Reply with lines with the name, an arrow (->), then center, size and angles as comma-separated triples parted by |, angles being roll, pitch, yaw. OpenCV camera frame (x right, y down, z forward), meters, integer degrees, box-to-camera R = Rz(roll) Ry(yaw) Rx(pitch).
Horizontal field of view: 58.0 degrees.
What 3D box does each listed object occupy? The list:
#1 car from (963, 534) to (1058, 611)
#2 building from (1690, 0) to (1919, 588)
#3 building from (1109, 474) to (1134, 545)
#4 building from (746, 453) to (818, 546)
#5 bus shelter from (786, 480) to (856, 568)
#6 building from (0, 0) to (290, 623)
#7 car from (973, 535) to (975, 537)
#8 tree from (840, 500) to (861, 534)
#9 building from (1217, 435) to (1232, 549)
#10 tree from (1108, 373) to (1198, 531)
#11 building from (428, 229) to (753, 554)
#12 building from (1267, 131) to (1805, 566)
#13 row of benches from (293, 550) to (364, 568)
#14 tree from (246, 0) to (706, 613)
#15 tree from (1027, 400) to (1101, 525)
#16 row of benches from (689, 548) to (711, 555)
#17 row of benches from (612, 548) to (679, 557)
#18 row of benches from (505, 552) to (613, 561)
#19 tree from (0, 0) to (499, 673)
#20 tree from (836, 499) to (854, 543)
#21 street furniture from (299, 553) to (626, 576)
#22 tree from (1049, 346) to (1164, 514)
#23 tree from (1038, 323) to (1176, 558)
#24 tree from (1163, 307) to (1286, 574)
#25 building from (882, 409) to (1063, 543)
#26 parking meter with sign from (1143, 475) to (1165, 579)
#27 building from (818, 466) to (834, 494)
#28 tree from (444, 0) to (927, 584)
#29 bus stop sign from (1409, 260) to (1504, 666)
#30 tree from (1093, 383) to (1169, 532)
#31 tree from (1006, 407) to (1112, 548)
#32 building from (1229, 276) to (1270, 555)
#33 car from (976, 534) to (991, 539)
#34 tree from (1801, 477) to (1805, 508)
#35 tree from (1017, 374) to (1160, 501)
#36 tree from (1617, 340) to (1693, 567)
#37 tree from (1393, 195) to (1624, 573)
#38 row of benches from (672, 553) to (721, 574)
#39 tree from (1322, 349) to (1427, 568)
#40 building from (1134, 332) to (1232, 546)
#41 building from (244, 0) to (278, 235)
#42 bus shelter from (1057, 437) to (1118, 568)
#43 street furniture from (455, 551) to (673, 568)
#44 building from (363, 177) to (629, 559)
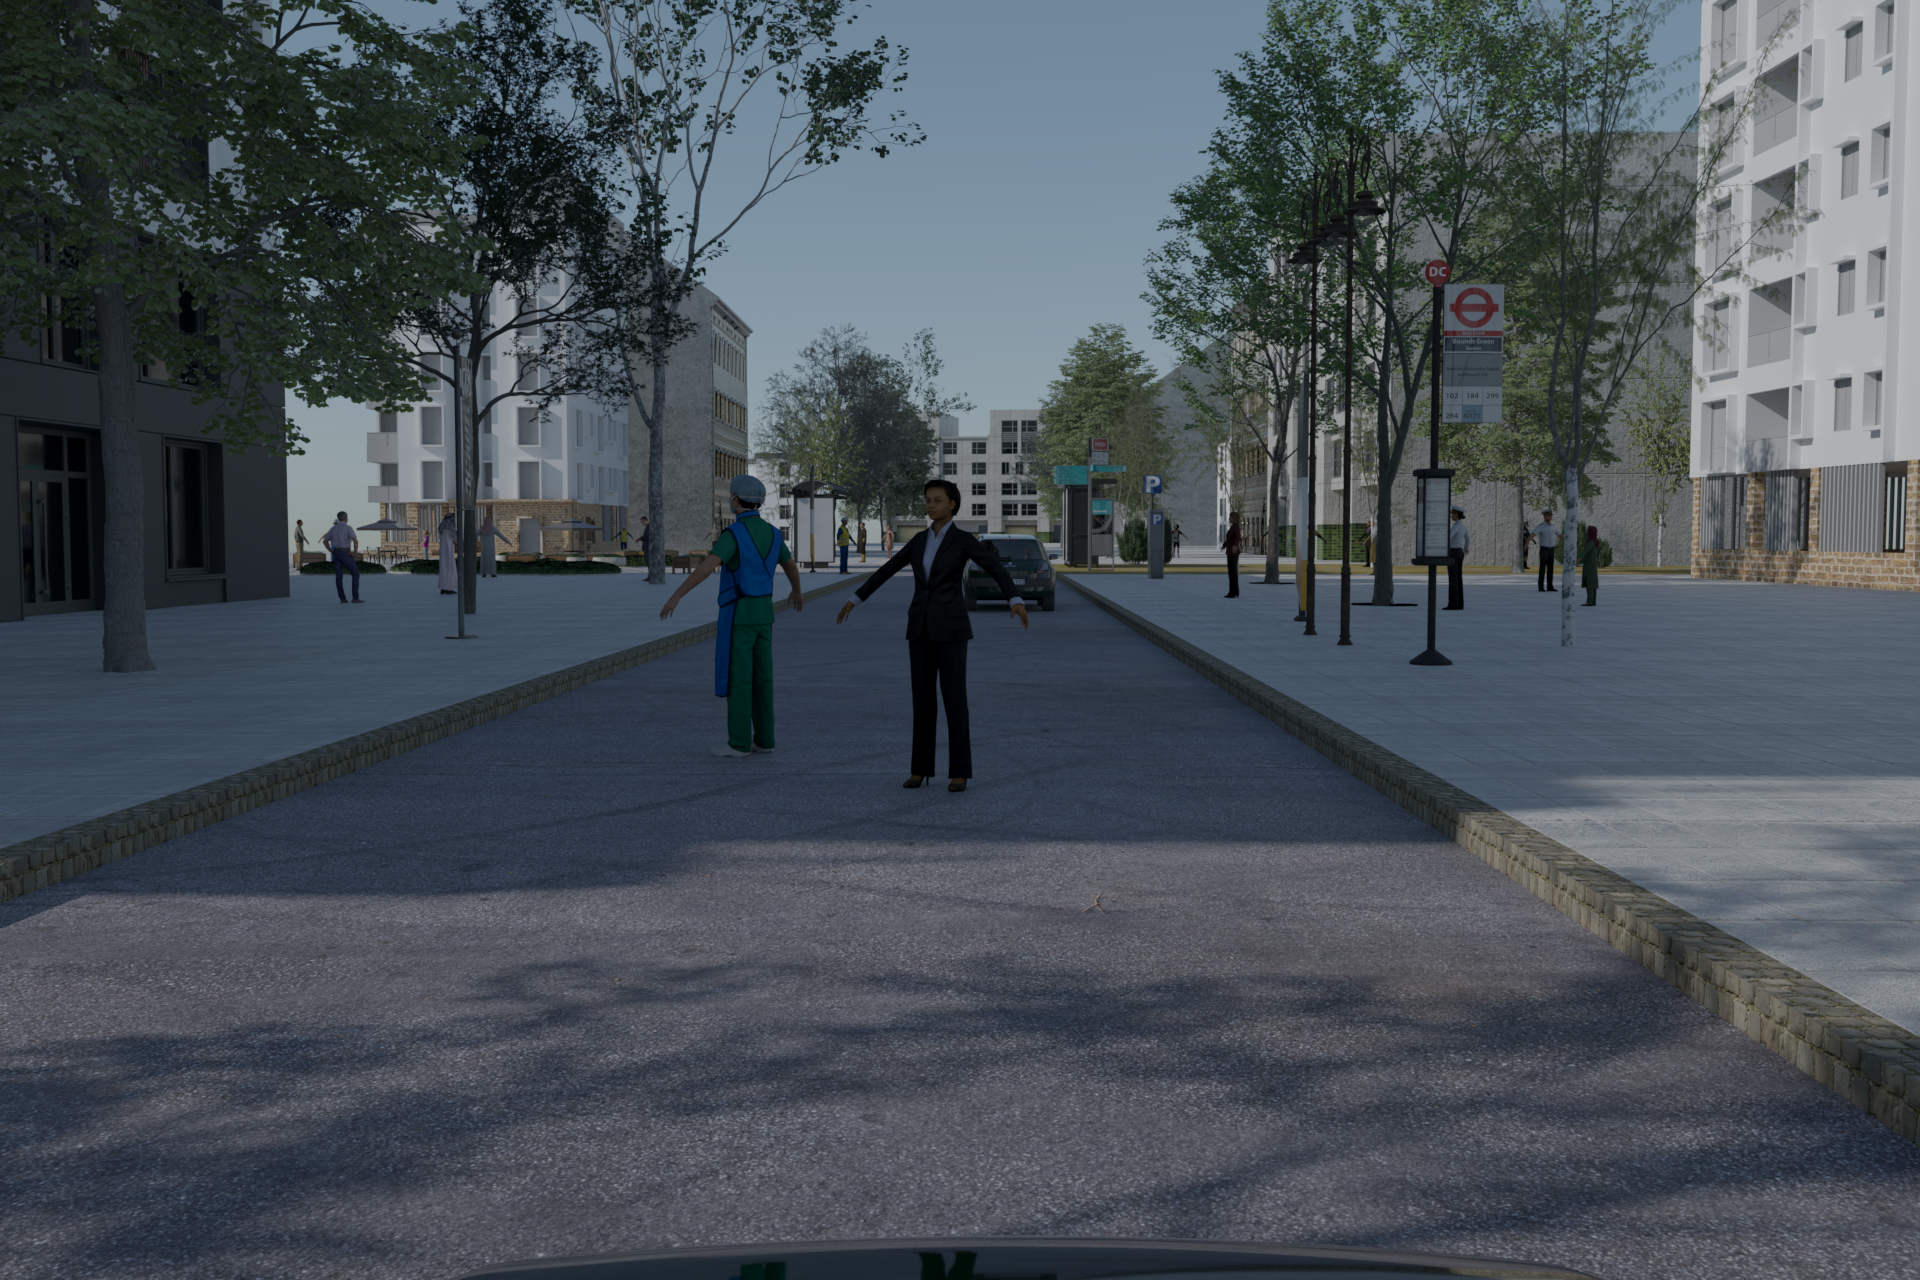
car -> 0.933, -1.460, 33.660 | 2.009, 1.686, 4.222 | 0, 4, 0
building -> 26.441, -11.738, 48.336 | 16.016, 20.090, 11.380 | 0, 4, 1
building -> 26.183, -21.800, 222.889 | 16.747, 18.905, 31.486 | 0, 4, 1
building -> -20.219, -15.346, 193.053 | 9.099, 9.664, 28.070 | 0, 4, 1
bus shelter -> -5.324, -4.473, 67.061 | 2.014, 3.302, 5.546 | 0, 4, 3
building -> -27.913, -10.687, 18.714 | 27.936, 21.610, 32.646 | 0, 4, 1
car -> 0.585, -8.299, 147.695 | 2.014, 1.417, 4.499 | 0, 4, 1
tree -> -14.315, -18.111, 246.475 | 4.360, 8.622, 3.978 | 0, 3, 0
building -> 26.561, -11.858, 136.026 | 9.099, 9.664, 28.070 | 0, 4, 1
tree -> 8.487, -7.861, 78.890 | 4.360, 8.622, 3.978 | 0, 3, 0
building -> -25.094, -17.670, 119.826 | 19.493, 23.208, 18.063 | 0, 3, 0
building -> 26.012, -13.365, 84.977 | 16.747, 18.905, 31.486 | 0, 4, 1
row of benches -> -24.642, -3.081, 65.842 | 4.104, 0.672, 1.422 | -3, 5, -39
tree -> -7.633, -5.709, 27.749 | 7.601, 10.594, 8.767 | -2, 4, -24
tree -> 9.183, -13.754, 143.000 | 7.486, 12.596, 7.792 | 0, 3, 0
row of benches -> -10.152, -3.641, 74.992 | 4.104, 0.672, 1.422 | 2, 4, 35
row of benches -> -13.574, -3.654, 75.204 | 1.422, 0.672, 4.104 | 2, 4, 27
row of benches -> -13.839, -2.761, 60.605 | 4.104, 0.672, 1.422 | 0, 4, 7
tree -> -8.226, -5.971, 15.751 | 7.486, 12.596, 7.792 | 0, 3, 0
tree -> -16.101, -18.475, 252.424 | 4.737, 8.622, 4.395 | 0, 3, 0
street furniture -> -15.661, -2.463, 55.894 | 10.072, 0.657, 5.734 | 0, 4, 5
tree -> 8.912, -11.392, 104.383 | 7.486, 12.596, 7.792 | 0, 3, 0
tree -> 7.663, -10.743, 93.775 | 7.486, 12.596, 7.792 | 0, 3, 0
tree -> 9.155, -6.438, 55.620 | 4.360, 8.622, 3.978 | 0, 3, 0
building -> 5.629, -23.481, 252.834 | 31.486, 18.905, 16.747 | 1, 4, 10
parking meter with sign -> 5.681, -3.313, 50.430 | 0.543, 3.016, 1.738 | 0, 4, 0
building -> -20.743, -17.195, 223.281 | 9.099, 9.664, 28.070 | 0, 4, 1
tree -> -7.261, -11.571, 45.078 | 12.611, 20.169, 13.585 | 0, 3, 0
bus stop sign -> 4.858, -1.727, 16.937 | 0.855, 3.939, 0.416 | 0, 4, 0
tree -> 7.943, -8.233, 84.969 | 4.360, 8.622, 3.978 | 0, 3, 0
tree -> 9.380, -15.180, 158.566 | 12.009, 13.543, 11.850 | 0, 3, 0
building -> 27.802, -17.083, 110.234 | 19.493, 23.208, 18.063 | 0, 4, 1
car -> 1.593, -5.458, 99.465 | 2.015, 1.641, 3.980 | 0, 4, 0
tree -> 28.041, -6.623, 58.647 | 4.360, 8.622, 3.978 | 0, 3, 0
tree -> 9.059, -12.884, 121.028 | 12.009, 13.543, 11.850 | 0, 3, 0
tree -> 27.309, -7.120, 66.767 | 4.737, 8.622, 4.395 | 0, 3, 0
tree -> 18.095, -8.500, 57.095 | 7.486, 12.596, 7.792 | 0, 3, 0
row of benches -> -8.585, -2.585, 57.723 | 1.422, 0.672, 4.104 | 1, 4, 11
tree -> 15.915, -7.100, 66.450 | 4.360, 8.622, 3.978 | 0, 3, 0
building -> 29.286, -21.999, 190.605 | 19.493, 23.208, 18.063 | 0, 4, 1
building -> -25.167, -11.086, 37.677 | 16.016, 20.090, 11.380 | 0, 4, 1
bus shelter -> 5.043, -5.628, 69.652 | 2.179, 5.291, 8.768 | 0, 4, 2
street furniture -> -14.786, -3.150, 67.127 | 10.072, 0.657, 5.734 | -3, 5, -40
building -> -25.328, -14.407, 91.969 | 16.016, 20.090, 11.380 | 0, 4, 2
